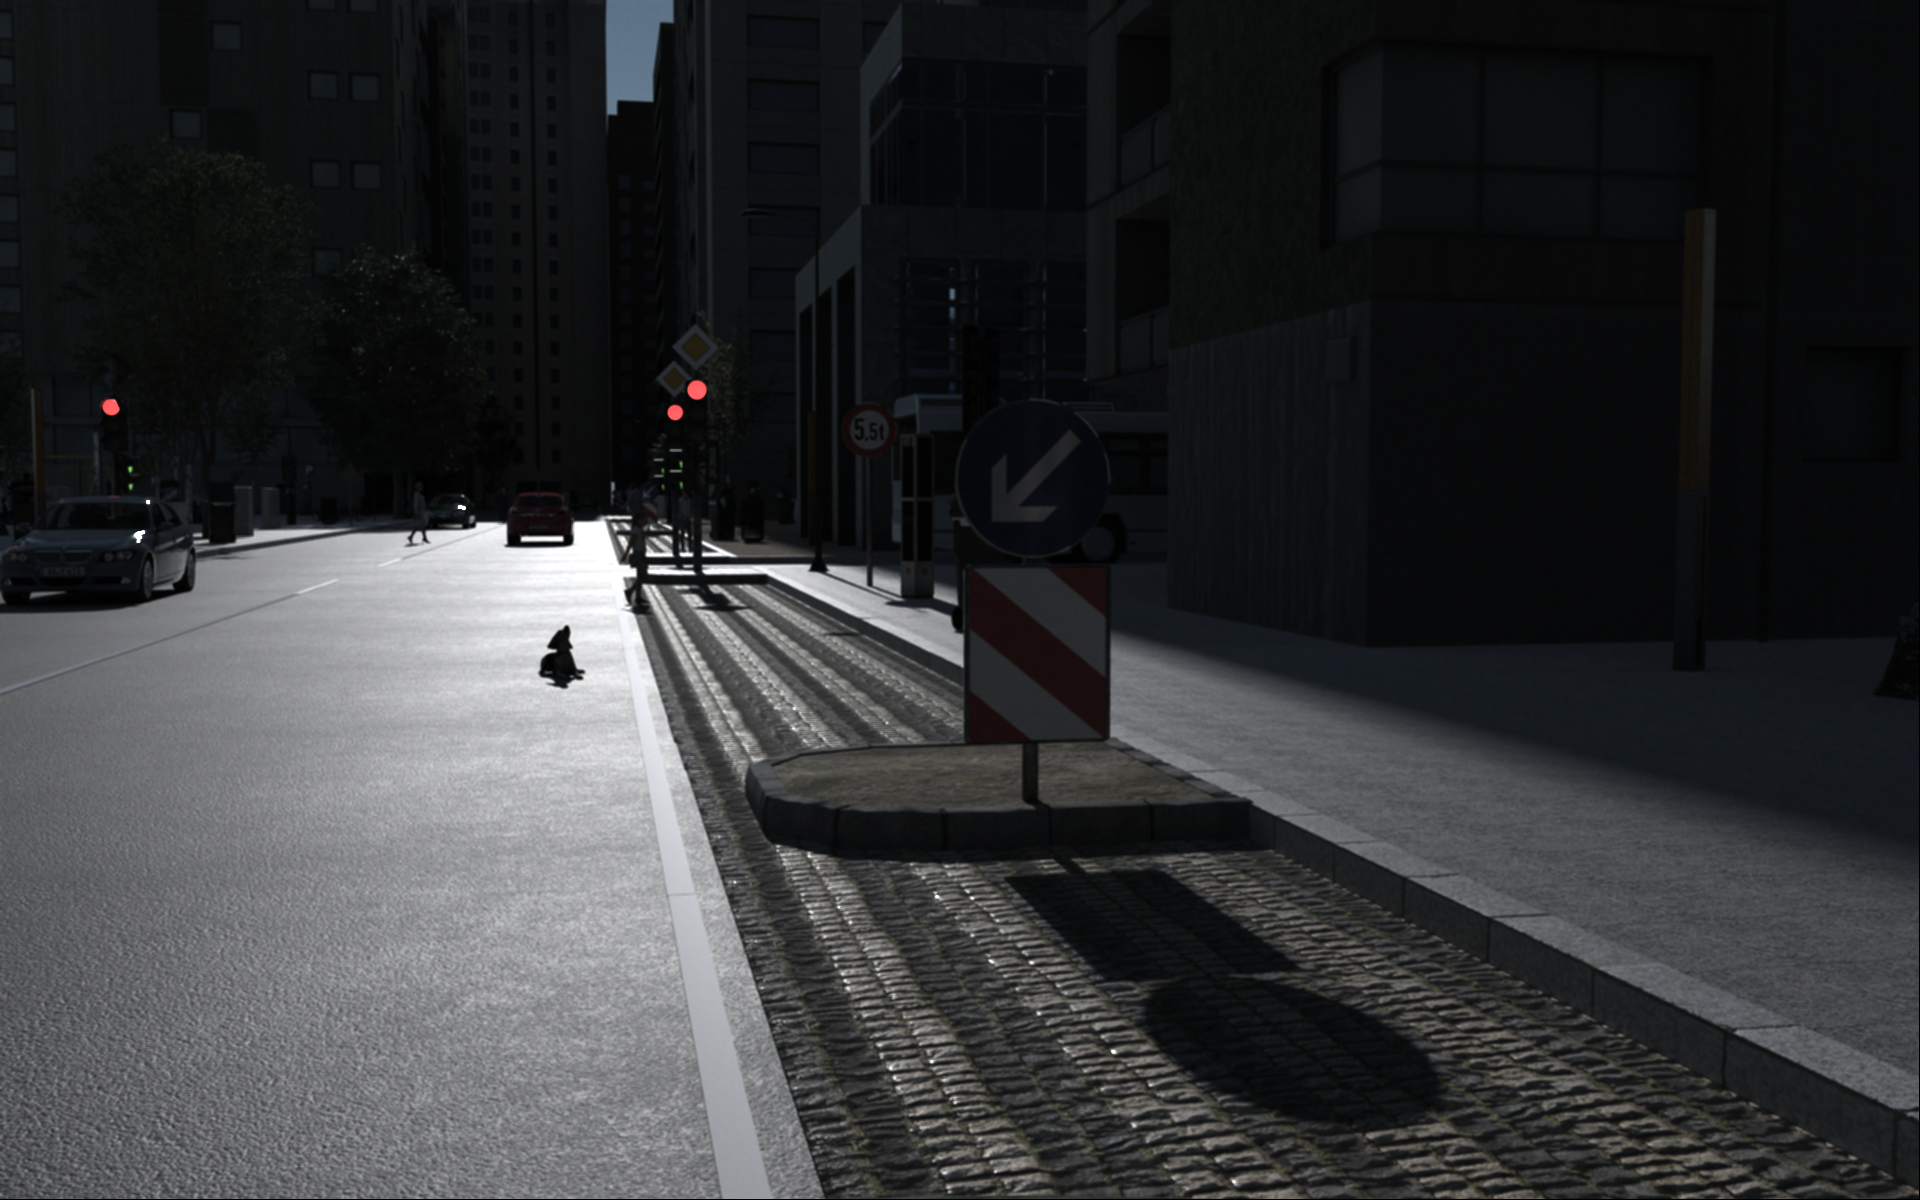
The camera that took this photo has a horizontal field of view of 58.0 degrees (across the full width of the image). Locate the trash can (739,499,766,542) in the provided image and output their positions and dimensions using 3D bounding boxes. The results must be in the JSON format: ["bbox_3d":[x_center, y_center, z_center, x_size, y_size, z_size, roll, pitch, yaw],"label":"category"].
[{"bbox_3d":[-5.555,-2.125,46.396,0.748,1.137,0.748,0,3,0],"label":"trash can"}]

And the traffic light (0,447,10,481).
[{"bbox_3d":[-14.999,-2.291,26.381,0.839,4.253,0.868,-1,4,-12],"label":"traffic light"}]

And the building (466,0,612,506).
[{"bbox_3d":[-55.080,-40.279,200.554,28.212,58.520,21.231,-1,4,-12],"label":"building"}]

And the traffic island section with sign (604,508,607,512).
[{"bbox_3d":[-26.883,-7.800,136.150,1.989,1.847,2.006,-1,4,-12],"label":"traffic island section with sign"}]

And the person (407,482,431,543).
[{"bbox_3d":[-15.773,-2.543,50.432,0.624,1.780,0.694,0,4,-1],"label":"person"}]

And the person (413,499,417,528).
[{"bbox_3d":[-22.660,-3.603,72.099,0.352,1.250,0.332,3,5,42],"label":"person"}]

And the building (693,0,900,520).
[{"bbox_3d":[-4.528,-34.018,98.193,21.231,58.520,28.212,-1,4,-12],"label":"building"}]

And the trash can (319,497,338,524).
[{"bbox_3d":[-26.700,-3.770,73.289,0.748,1.137,0.748,0,3,0],"label":"trash can"}]

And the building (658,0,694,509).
[{"bbox_3d":[-16.639,-43.707,152.857,20.563,71.187,20.611,-1,4,-12],"label":"building"}]

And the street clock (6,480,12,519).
[{"bbox_3d":[-49.455,-5.245,90.318,0.471,2.002,0.358,2,4,23],"label":"street clock"}]

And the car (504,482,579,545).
[{"bbox_3d":[-12.211,-2.536,50.512,2.155,1.783,4.494,-1,4,-11],"label":"car"}]

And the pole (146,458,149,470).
[{"bbox_3d":[-43.905,-6.109,93.725,0.158,3.312,0.155,0,3,0],"label":"pole"}]

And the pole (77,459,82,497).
[{"bbox_3d":[-50.977,-6.510,100.288,0.158,3.312,0.155,0,3,0],"label":"pole"}]

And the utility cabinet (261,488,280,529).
[{"bbox_3d":[-25.426,-3.379,63.927,0.318,1.500,1.173,0,4,-4],"label":"utility cabinet"}]

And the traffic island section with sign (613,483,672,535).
[{"bbox_3d":[-11.051,-3.187,60.729,1.989,1.847,2.006,-1,4,-12],"label":"traffic island section with sign"}]

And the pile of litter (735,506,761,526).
[{"bbox_3d":[-8.921,-3.462,70.562,1.719,0.858,1.176,-1,4,-13],"label":"pile of litter"}]

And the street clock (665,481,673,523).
[{"bbox_3d":[-12.956,-4.443,77.217,0.358,2.002,0.471,-2,4,-31],"label":"street clock"}]

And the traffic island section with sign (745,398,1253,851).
[{"bbox_3d":[0.048,0.044,7.901,1.989,1.847,2.006,-1,4,-12],"label":"traffic island section with sign"}]

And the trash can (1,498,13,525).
[{"bbox_3d":[-39.444,-3.689,71.967,0.748,1.137,0.748,0,3,0],"label":"trash can"}]

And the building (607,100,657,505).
[{"bbox_3d":[-33.540,-33.728,201.558,14.200,45.320,14.600,-1,4,-12],"label":"building"}]

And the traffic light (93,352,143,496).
[{"bbox_3d":[-16.639,-2.769,34.196,0.839,4.253,0.868,-1,4,-12],"label":"traffic light"}]

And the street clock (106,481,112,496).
[{"bbox_3d":[-47.972,-5.691,97.617,0.358,2.002,0.471,-2,4,-27],"label":"street clock"}]

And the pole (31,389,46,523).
[{"bbox_3d":[-17.917,-2.438,33.703,0.158,3.312,0.155,0,3,0],"label":"pole"}]

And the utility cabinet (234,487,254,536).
[{"bbox_3d":[-21.759,-2.633,51.735,1.173,1.500,0.318,0,4,4],"label":"utility cabinet"}]

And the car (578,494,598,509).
[{"bbox_3d":[-35.070,-9.428,162.939,1.959,1.807,4.718,-1,4,-11],"label":"car"}]

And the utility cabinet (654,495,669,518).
[{"bbox_3d":[-16.012,-4.998,92.886,1.020,1.237,0.306,3,5,45],"label":"utility cabinet"}]

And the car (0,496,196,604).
[{"bbox_3d":[-11.925,-0.745,24.189,2.014,1.417,4.499,-1,4,-13],"label":"car"}]

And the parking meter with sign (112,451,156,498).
[{"bbox_3d":[-27.317,-3.772,57.931,1.738,3.016,0.543,0,4,-2],"label":"parking meter with sign"}]

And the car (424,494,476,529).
[{"bbox_3d":[-21.364,-3.715,72.539,2.131,1.459,4.920,-1,4,-10],"label":"car"}]

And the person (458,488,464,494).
[{"bbox_3d":[-30.749,-5.998,106.905,0.599,1.781,0.374,-1,4,-13],"label":"person"}]

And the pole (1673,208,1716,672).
[{"bbox_3d":[5.306,-1.141,12.506,0.158,3.312,0.155,0,3,0],"label":"pole"}]

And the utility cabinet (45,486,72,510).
[{"bbox_3d":[-25.249,-2.438,48.534,0.318,1.500,1.173,0,4,-4],"label":"utility cabinet"}]

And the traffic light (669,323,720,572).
[{"bbox_3d":[-4.371,-2.428,28.620,0.839,4.253,0.868,-1,4,-12],"label":"traffic light"}]

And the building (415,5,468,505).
[{"bbox_3d":[-47.957,-27.920,140.092,14.154,41.232,14.086,-1,4,-12],"label":"building"}]

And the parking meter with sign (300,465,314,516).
[{"bbox_3d":[-39.318,-6.602,104.207,0.543,3.016,1.738,0,4,-7],"label":"parking meter with sign"}]

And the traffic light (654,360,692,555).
[{"bbox_3d":[-6.012,-2.906,36.436,0.839,4.253,0.868,-1,4,-12],"label":"traffic light"}]

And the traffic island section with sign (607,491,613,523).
[{"bbox_3d":[-16.656,-4.818,87.407,1.989,1.847,2.006,-1,4,-12],"label":"traffic island section with sign"}]

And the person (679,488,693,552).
[{"bbox_3d":[-6.799,-1.987,42.806,0.589,1.601,0.330,-3,5,-42],"label":"person"}]

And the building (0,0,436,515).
[{"bbox_3d":[-50.964,-32.314,117.577,28.713,52.752,27.495,-1,4,-12],"label":"building"}]

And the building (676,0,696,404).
[{"bbox_3d":[-7.156,-33.107,130.538,28.713,52.752,27.495,-1,4,-12],"label":"building"}]

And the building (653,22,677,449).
[{"bbox_3d":[-19.552,-33.688,174.498,21.300,48.544,21.600,-1,4,-12],"label":"building"}]

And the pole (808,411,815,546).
[{"bbox_3d":[-3.655,-2.991,42.752,0.158,3.312,0.155,0,3,0],"label":"pole"}]

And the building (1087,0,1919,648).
[{"bbox_3d":[8.851,-20.656,21.324,14.154,41.232,14.086,-1,4,-12],"label":"building"}]

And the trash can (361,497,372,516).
[{"bbox_3d":[-34.313,-5.413,100.154,0.748,1.137,0.748,0,3,0],"label":"trash can"}]

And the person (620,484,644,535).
[{"bbox_3d":[-11.124,-3.080,59.132,0.850,1.792,0.678,2,4,29],"label":"person"}]

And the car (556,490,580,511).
[{"bbox_3d":[-33.650,-8.518,147.935,2.281,1.827,5.304,-1,4,-11],"label":"car"}]

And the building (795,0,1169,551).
[{"bbox_3d":[10.690,-45.116,50.325,31.000,86.520,22.319,-1,4,-12],"label":"building"}]

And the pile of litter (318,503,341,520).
[{"bbox_3d":[-31.535,-4.454,86.787,1.176,0.858,1.719,1,4,12],"label":"pile of litter"}]

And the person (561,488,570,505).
[{"bbox_3d":[-23.825,-5.876,104.599,0.660,1.820,0.620,1,4,17],"label":"person"}]

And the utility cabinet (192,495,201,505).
[{"bbox_3d":[-43.818,-5.445,100.192,1.020,1.237,0.306,-1,4,-16],"label":"utility cabinet"}]

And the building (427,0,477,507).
[{"bbox_3d":[-58.392,-44.528,166.289,20.611,71.187,20.563,-1,4,-12],"label":"building"}]

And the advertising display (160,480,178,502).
[{"bbox_3d":[-37.077,-4.648,81.201,0.123,1.923,0.974,2,4,24],"label":"advertising display"}]
